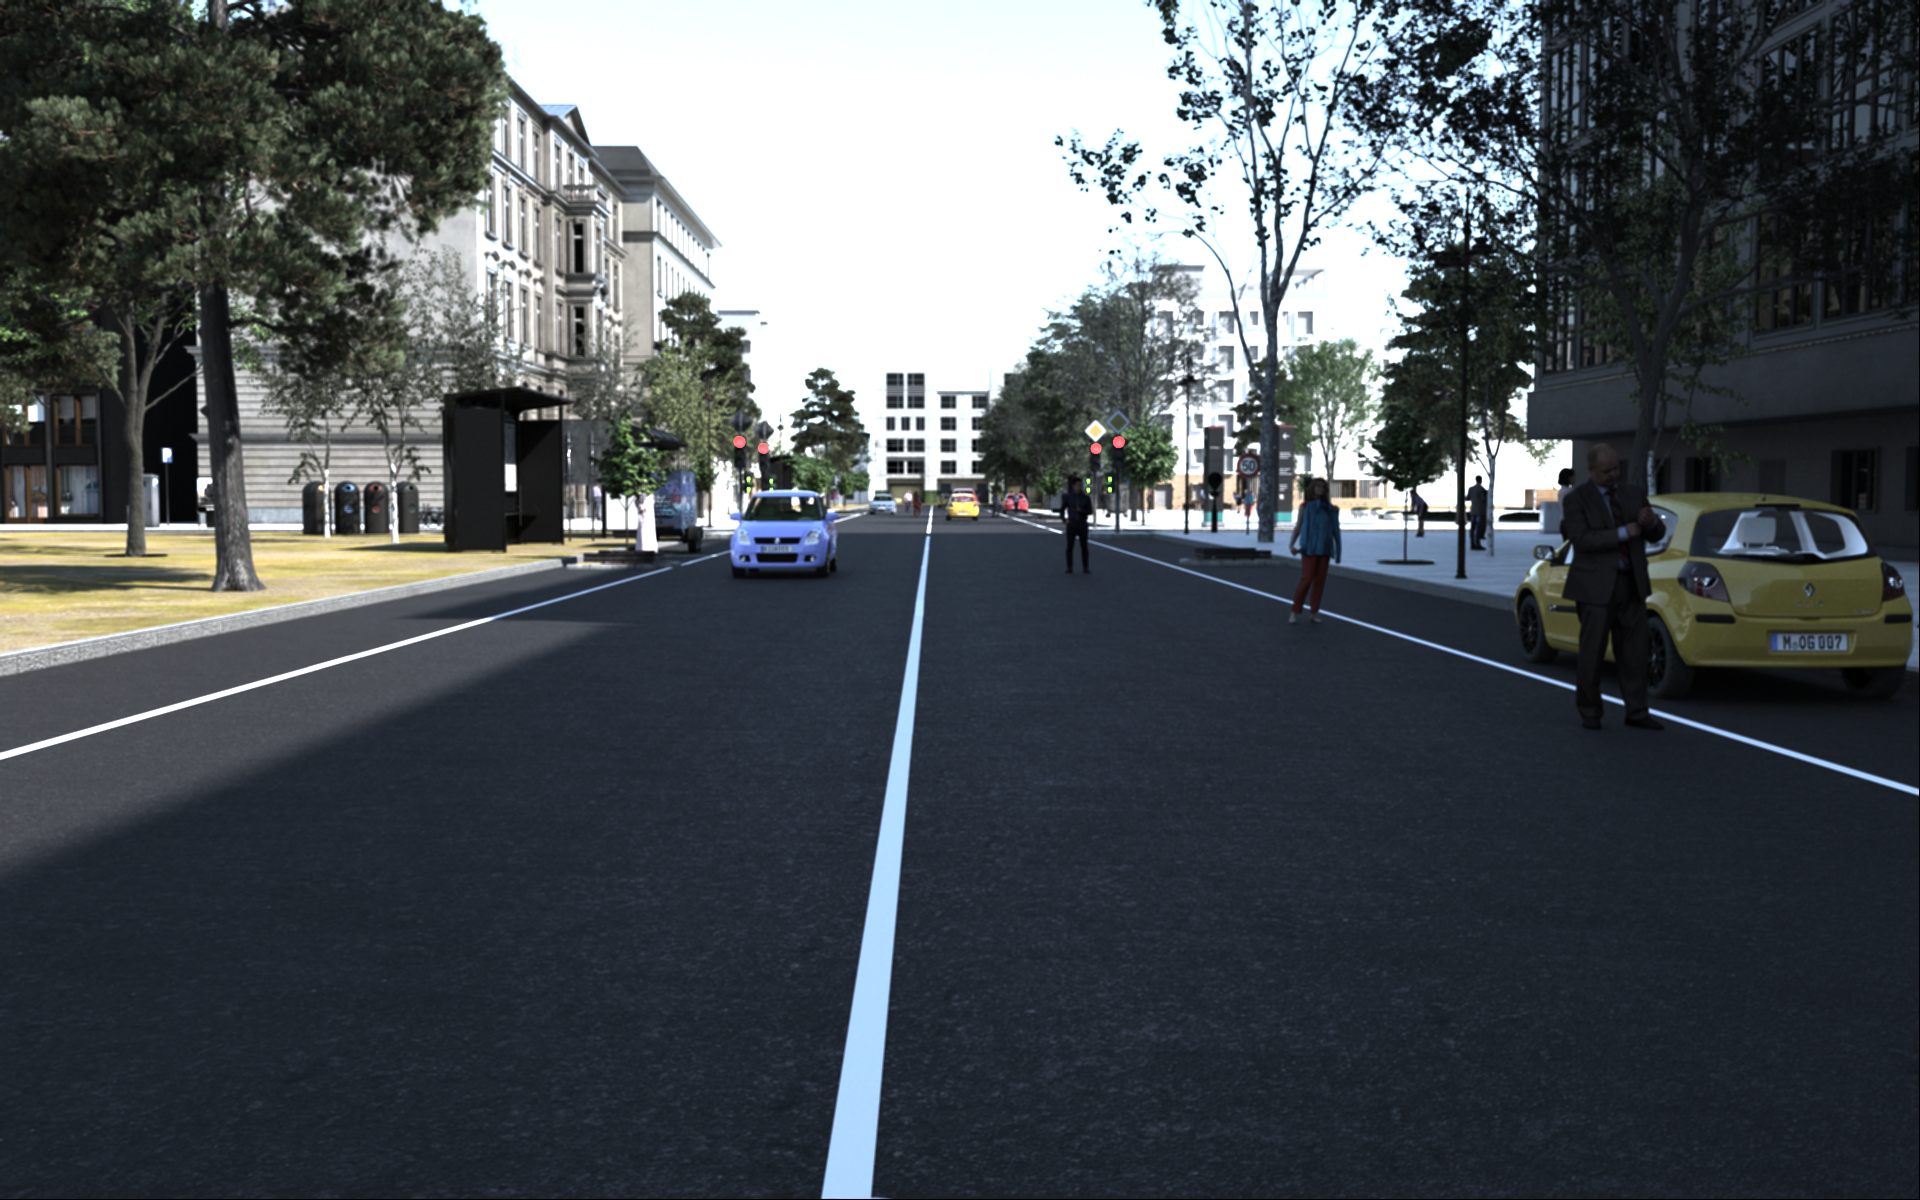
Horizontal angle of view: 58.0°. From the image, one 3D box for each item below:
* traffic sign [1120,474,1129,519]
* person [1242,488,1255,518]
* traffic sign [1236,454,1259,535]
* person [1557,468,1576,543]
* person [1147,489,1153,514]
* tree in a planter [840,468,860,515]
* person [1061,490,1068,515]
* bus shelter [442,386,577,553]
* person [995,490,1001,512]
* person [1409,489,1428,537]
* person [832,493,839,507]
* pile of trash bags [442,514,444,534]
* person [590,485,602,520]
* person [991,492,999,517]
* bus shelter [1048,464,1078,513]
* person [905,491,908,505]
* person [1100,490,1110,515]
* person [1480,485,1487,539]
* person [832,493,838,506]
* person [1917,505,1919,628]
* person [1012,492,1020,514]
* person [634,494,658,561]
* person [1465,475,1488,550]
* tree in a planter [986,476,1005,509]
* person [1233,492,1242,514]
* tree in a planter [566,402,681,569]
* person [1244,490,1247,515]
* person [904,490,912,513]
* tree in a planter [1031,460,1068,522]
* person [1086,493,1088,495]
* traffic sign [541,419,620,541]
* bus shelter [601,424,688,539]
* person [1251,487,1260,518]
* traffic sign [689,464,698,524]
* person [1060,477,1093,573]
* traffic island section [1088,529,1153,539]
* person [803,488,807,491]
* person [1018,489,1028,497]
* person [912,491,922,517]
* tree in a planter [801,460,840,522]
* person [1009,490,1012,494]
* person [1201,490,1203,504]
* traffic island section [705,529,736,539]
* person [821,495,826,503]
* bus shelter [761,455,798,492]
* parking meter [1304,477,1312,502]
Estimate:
[{"bbox_3d":[8.584,-5.429,88.863,0.768,2.556,0.104,0,4,4],"label":"traffic sign"},{"bbox_3d":[15.335,-5.155,92.026,0.593,1.614,0.444,3,5,43],"label":"person"},{"bbox_3d":[9.089,-3.335,54.626,0.768,2.556,0.104,0,4,3],"label":"traffic sign"},{"bbox_3d":[8.510,-0.997,23.807,0.566,1.644,0.517,3,4,38],"label":"person"},{"bbox_3d":[12.373,-6.440,112.809,0.415,1.643,0.593,-1,4,-13],"label":"person"},{"bbox_3d":[-7.812,-7.335,117.147,1.991,3.239,1.994,0,4,-1],"label":"tree in a planter"},{"bbox_3d":[6.645,-6.129,108.468,0.471,1.553,0.569,-2,4,-25],"label":"person"},{"bbox_3d":[-10.495,-3.030,40.825,1.731,3.624,6.357,0,4,-1],"label":"bus shelter"},{"bbox_3d":[3.006,-7.959,139.455,0.431,1.722,0.655,2,4,32],"label":"person"},{"bbox_3d":[13.690,-2.598,51.747,0.697,1.427,0.421,-2,4,-34],"label":"person"},{"bbox_3d":[-12.635,-10.079,174.055,0.991,1.433,0.599,-1,4,-16],"label":"person"},{"bbox_3d":[-15.253,-2.862,56.545,3.447,1.369,1.912,0,4,-4],"label":"pile of trash bags"},{"bbox_3d":[-17.562,-4.778,84.032,0.709,1.838,0.599,2,4,31],"label":"person"},{"bbox_3d":[2.210,-6.002,108.690,0.516,1.574,0.319,3,5,44],"label":"person"},{"bbox_3d":[6.942,-7.553,117.416,2.014,3.302,5.546,0,4,-1],"label":"bus shelter"},{"bbox_3d":[-5.896,-11.446,196.175,0.617,1.759,0.750,-2,4,-34],"label":"person"},{"bbox_3d":[8.729,-5.847,104.183,0.613,1.512,0.480,-3,4,-36],"label":"person"},{"bbox_3d":[14.895,-2.507,49.297,0.388,1.546,0.482,1,4,22],"label":"person"},{"bbox_3d":[-13.731,-11.087,190.555,0.697,1.427,0.421,2,4,29],"label":"person"},{"bbox_3d":[9.428,-0.596,16.493,0.576,1.737,0.504,0,4,-3],"label":"person"},{"bbox_3d":[3.874,-6.664,119.665,0.429,1.552,0.499,-2,4,-26],"label":"person"},{"bbox_3d":[-6.678,-1.678,36.609,0.621,1.740,0.551,-2,4,-31],"label":"person"},{"bbox_3d":[11.912,-2.008,39.700,0.431,1.722,0.655,-1,4,-20],"label":"person"},{"bbox_3d":[3.534,-10.397,167.206,1.991,3.239,1.994,0,4,-1],"label":"tree in a planter"},{"bbox_3d":[18.251,-6.405,114.003,0.421,1.427,0.697,-3,5,-40],"label":"person"},{"bbox_3d":[-6.545,-2.246,33.943,1.991,3.239,1.994,0,4,-1],"label":"tree in a planter"},{"bbox_3d":[17.341,-5.900,104.716,0.569,1.553,0.471,-3,4,-38],"label":"person"},{"bbox_3d":[-3.830,-7.337,129.396,0.756,1.711,0.436,-2,4,-29],"label":"person"},{"bbox_3d":[4.709,-5.684,90.148,1.991,3.239,1.994,0,4,-1],"label":"tree in a planter"},{"bbox_3d":[6.927,-5.700,99.769,0.750,1.759,0.617,-2,4,-29],"label":"person"},{"bbox_3d":[-10.338,-3.262,47.207,2.265,3.308,0.079,0,4,3],"label":"traffic sign"},{"bbox_3d":[-9.618,-3.580,52.461,2.014,3.302,5.546,0,4,-1],"label":"bus shelter"},{"bbox_3d":[11.497,-3.568,66.338,0.435,1.587,0.963,2,4,29],"label":"person"},{"bbox_3d":[-11.297,-4.531,74.191,0.768,2.556,0.104,0,4,1],"label":"traffic sign"},{"bbox_3d":[2.122,-1.362,31.472,0.576,1.737,0.504,0,4,-6],"label":"person"},{"bbox_3d":[5.220,-2.135,57.181,2.009,0.180,2.903,0,4,-1],"label":"traffic island section"},{"bbox_3d":[-7.635,-4.665,85.479,0.504,1.737,0.576,-3,5,-39],"label":"person"},{"bbox_3d":[5.807,-9.692,164.599,1.348,1.812,0.705,-1,4,-9],"label":"person"},{"bbox_3d":[-2.655,-5.932,107.196,0.444,1.614,0.593,-2,4,-29],"label":"person"},{"bbox_3d":[-7.398,-5.646,89.538,1.991,3.239,1.994,0,4,-1],"label":"tree in a planter"},{"bbox_3d":[6.347,-12.716,214.463,1.217,1.766,0.721,0,4,5],"label":"person"},{"bbox_3d":[18.214,-7.516,128.792,0.709,1.838,0.599,-2,4,-30],"label":"person"},{"bbox_3d":[-7.220,-2.123,56.997,2.009,0.180,2.903,0,4,-1],"label":"traffic island section"},{"bbox_3d":[-12.313,-9.031,156.936,0.697,1.427,0.421,0,4,1],"label":"person"},{"bbox_3d":[-11.097,-7.061,106.723,1.731,3.624,6.357,0,4,-1],"label":"bus shelter"},{"bbox_3d":[11.592,-3.177,57.657,0.255,1.863,0.399,0,4,7],"label":"parking meter"}]
